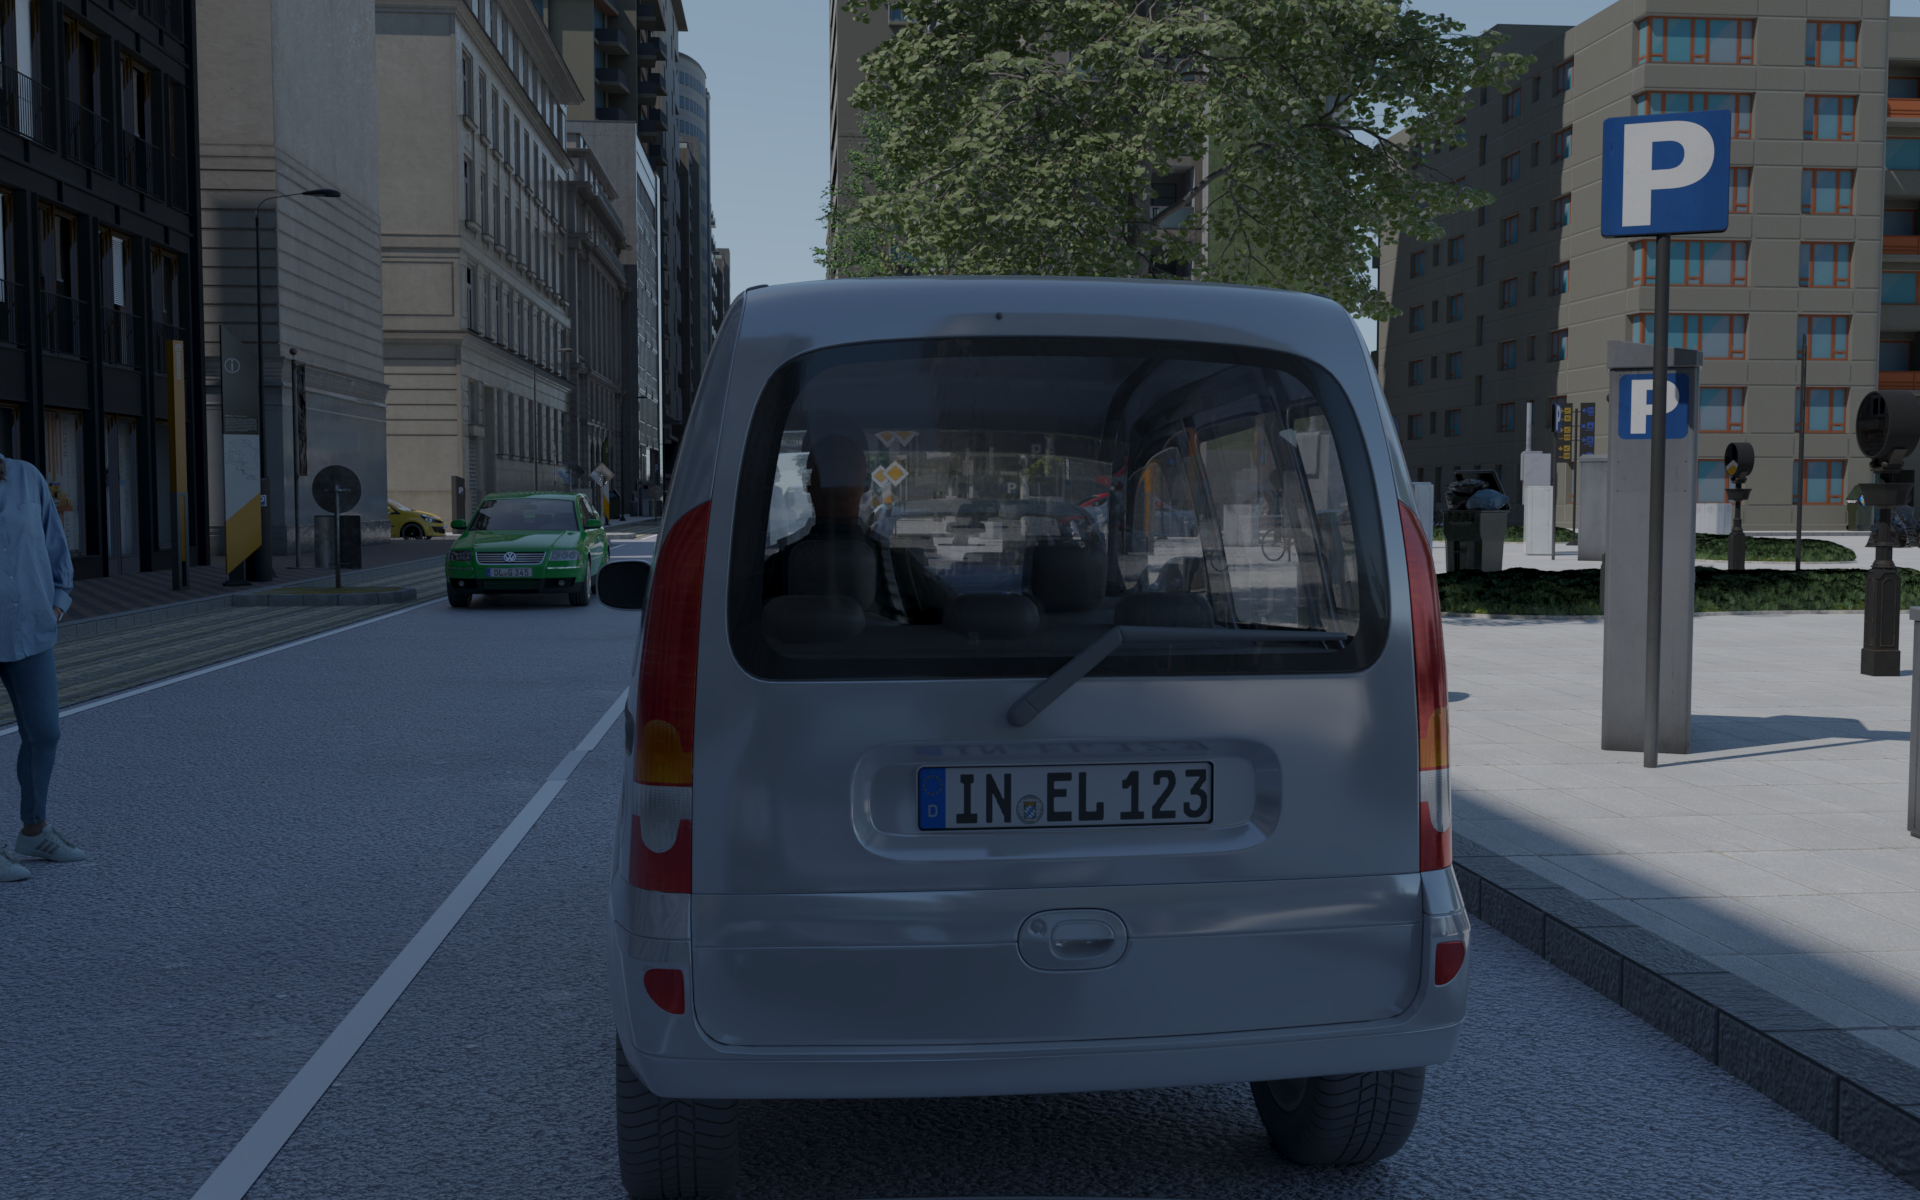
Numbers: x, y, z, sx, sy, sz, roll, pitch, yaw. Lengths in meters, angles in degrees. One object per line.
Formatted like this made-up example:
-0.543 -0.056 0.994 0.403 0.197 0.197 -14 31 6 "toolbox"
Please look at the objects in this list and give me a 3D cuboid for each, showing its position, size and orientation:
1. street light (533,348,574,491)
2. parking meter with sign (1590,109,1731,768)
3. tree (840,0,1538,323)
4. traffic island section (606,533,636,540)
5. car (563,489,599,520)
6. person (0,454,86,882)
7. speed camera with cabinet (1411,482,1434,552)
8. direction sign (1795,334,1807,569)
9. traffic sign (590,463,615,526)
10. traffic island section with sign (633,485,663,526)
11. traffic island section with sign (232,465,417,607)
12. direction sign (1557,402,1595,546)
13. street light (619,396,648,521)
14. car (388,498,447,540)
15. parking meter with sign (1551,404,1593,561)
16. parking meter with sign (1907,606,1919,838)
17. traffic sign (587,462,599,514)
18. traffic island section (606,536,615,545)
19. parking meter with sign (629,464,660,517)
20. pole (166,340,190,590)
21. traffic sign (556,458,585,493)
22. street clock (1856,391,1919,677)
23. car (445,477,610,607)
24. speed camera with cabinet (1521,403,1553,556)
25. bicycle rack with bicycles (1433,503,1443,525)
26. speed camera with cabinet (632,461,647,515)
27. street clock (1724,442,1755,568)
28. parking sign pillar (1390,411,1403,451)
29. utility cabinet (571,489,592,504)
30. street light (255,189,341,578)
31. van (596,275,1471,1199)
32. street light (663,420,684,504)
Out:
-13.012 -5.063 55.323 1.470 5.913 1.316 0 4 -6 "street light"
3.547 -0.767 8.808 0.543 3.016 1.738 1 4 22 "parking meter with sign"
2.002 -6.100 17.858 7.486 12.596 7.792 0 3 0 "tree"
-11.507 -2.043 55.678 2.009 0.180 2.903 0 4 -6 "traffic island section"
-10.041 -2.103 43.185 1.959 1.807 4.718 0 4 -5 "car"
-3.608 0.140 6.472 0.793 1.790 0.793 0 4 3 "person"
5.722 -1.858 24.722 2.038 3.252 0.660 3 5 45 "speed camera with cabinet"
12.098 -2.013 24.913 0.379 3.537 0.876 2 4 27 "direction sign"
-11.484 -3.179 55.618 0.795 2.450 0.064 0 4 -6 "traffic sign"
-13.733 -4.271 78.466 1.989 1.847 2.006 0 4 -6 "traffic island section with sign"
-8.325 -0.875 22.927 1.989 1.847 2.006 0 4 -6 "traffic island section with sign"
15.288 -3.122 43.043 0.876 3.537 0.379 2 4 26 "direction sign"
-15.477 -6.701 82.100 1.470 5.913 1.316 0 4 -6 "street light"
-17.265 -2.509 51.241 3.980 1.641 2.015 0 4 -6 "car"
12.247 -2.257 33.164 1.738 3.016 0.543 2 4 29 "parking meter with sign"
4.419 -0.611 6.244 1.738 3.016 0.543 0 4 -1 "parking meter with sign"
-14.865 -4.349 71.117 0.884 2.594 0.081 0 4 -3 "traffic sign"
-10.734 -1.557 47.730 2.009 0.180 2.903 0 4 -6 "traffic island section"
-17.981 -6.269 98.763 1.738 3.016 0.543 -3 5 -39 "parking meter with sign"
-10.435 -1.790 23.108 0.158 3.312 0.155 0 3 0 "pole"
-10.711 -2.693 47.671 0.795 2.450 0.064 0 4 -6 "traffic sign"
6.513 -0.467 12.199 0.358 2.002 0.471 0 4 1 "street clock"
-5.782 -0.897 23.460 1.959 1.807 4.718 0 4 -7 "car"
12.340 -2.604 36.915 0.660 3.252 2.038 1 4 15 "speed camera with cabinet"
17.748 -3.275 66.927 2.925 0.926 2.852 2 4 30 "bicycle rack with bicycles"
-19.397 -6.751 104.707 0.660 3.252 2.038 -1 4 -19 "speed camera with cabinet"
10.912 -1.207 24.299 0.358 2.002 0.471 0 4 1 "street clock"
9.616 -3.168 40.263 1.447 3.967 1.447 -1 4 -19 "parking sign pillar"
-15.680 -3.857 71.737 0.318 1.500 1.173 1 4 19 "utility cabinet"
-10.112 -3.297 26.447 1.470 5.913 1.316 0 4 -6 "street light"
-0.065 0.124 4.976 2.013 2.044 4.112 0 4 -7 "van"
-18.039 -8.332 108.761 1.470 5.913 1.316 0 4 -6 "street light"
